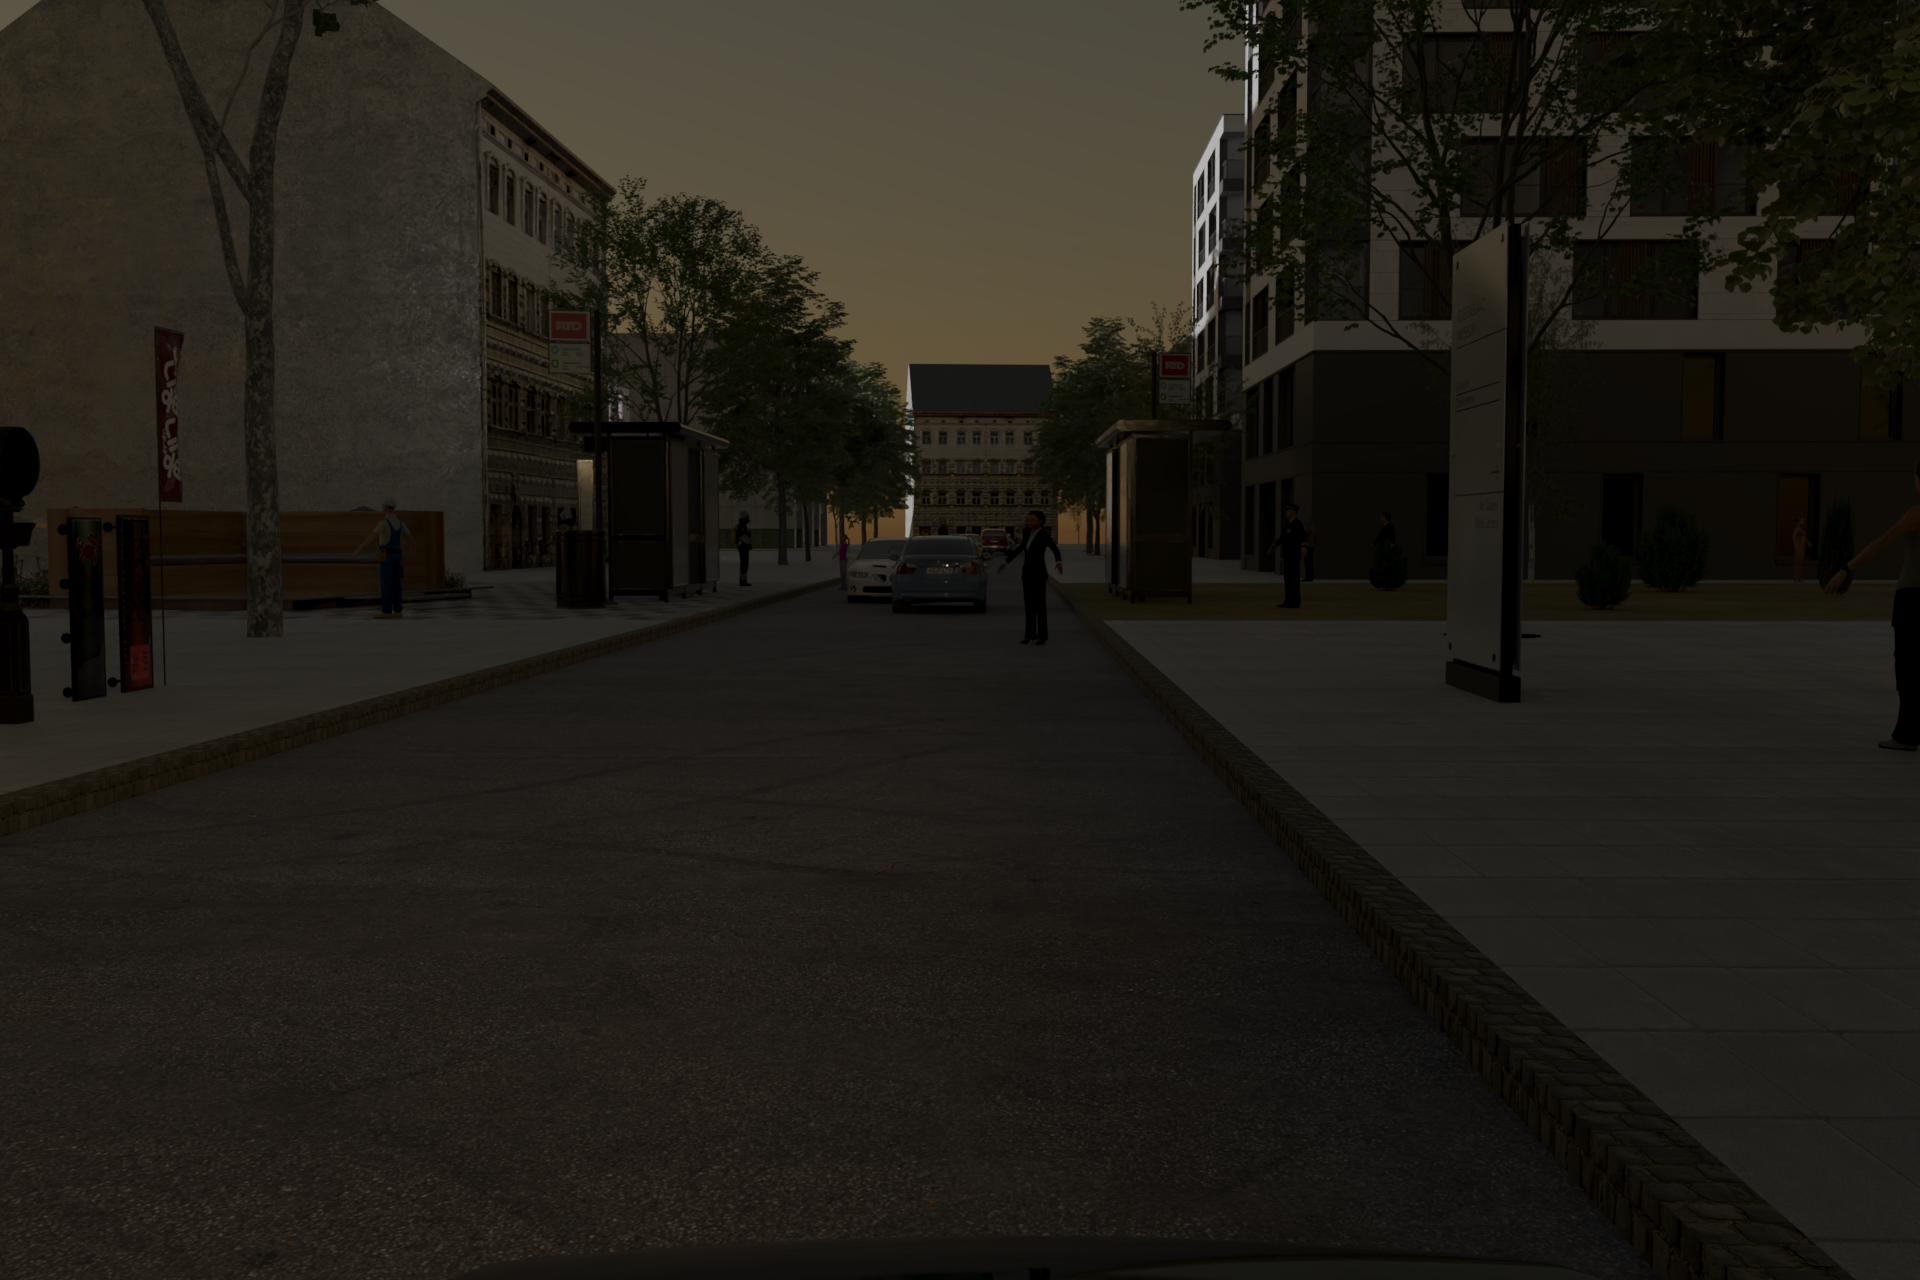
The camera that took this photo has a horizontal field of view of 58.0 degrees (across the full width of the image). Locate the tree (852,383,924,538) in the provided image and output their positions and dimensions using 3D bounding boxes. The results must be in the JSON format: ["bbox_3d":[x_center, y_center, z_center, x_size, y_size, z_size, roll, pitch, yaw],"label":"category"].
[{"bbox_3d":[-6.359,-12.956,129.956,7.486,12.596,7.792,0,3,0],"label":"tree"}]

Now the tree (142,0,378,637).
[{"bbox_3d":[-9.893,-10.159,21.981,12.611,20.169,13.585,0,3,0],"label":"tree"}]

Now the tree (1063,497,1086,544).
[{"bbox_3d":[15.304,-16.456,219.409,4.360,8.622,3.978,0,3,0],"label":"tree"}]

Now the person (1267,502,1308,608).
[{"bbox_3d":[5.757,-1.483,30.184,0.705,1.837,1.347,-1,4,-17],"label":"person"}]

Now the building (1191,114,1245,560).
[{"bbox_3d":[27.173,-15.686,100.441,27.936,21.610,32.646,0,4,2],"label":"building"}]

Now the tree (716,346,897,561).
[{"bbox_3d":[-7.164,-8.998,81.523,8.767,10.594,7.601,-1,4,-9],"label":"tree"}]

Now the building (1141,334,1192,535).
[{"bbox_3d":[26.820,-20.449,165.263,19.493,23.208,18.063,0,4,2],"label":"building"}]

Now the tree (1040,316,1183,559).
[{"bbox_3d":[7.874,-10.562,90.809,7.486,12.596,7.792,0,3,0],"label":"tree"}]

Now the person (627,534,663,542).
[{"bbox_3d":[-7.450,-2.115,41.044,1.216,1.772,0.721,-3,5,-43],"label":"person"}]

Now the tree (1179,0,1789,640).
[{"bbox_3d":[6.592,-5.850,21.406,9.928,11.665,9.643,0,3,0],"label":"tree"}]

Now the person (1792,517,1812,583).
[{"bbox_3d":[22.290,-2.388,45.840,0.721,1.733,1.217,3,5,42],"label":"person"}]

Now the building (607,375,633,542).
[{"bbox_3d":[-22.165,-9.253,93.428,9.099,9.664,28.070,0,4,1],"label":"building"}]

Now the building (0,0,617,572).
[{"bbox_3d":[-25.133,-14.486,67.777,19.493,23.208,18.063,0,4,2],"label":"building"}]

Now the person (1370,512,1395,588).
[{"bbox_3d":[10.202,-2.167,41.616,0.705,1.806,1.347,0,4,-8],"label":"person"}]

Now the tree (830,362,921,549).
[{"bbox_3d":[-6.247,-12.035,114.906,7.486,12.596,7.792,0,3,0],"label":"tree"}]

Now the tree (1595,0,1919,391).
[{"bbox_3d":[6.209,-5.460,7.396,7.486,12.596,7.792,0,3,0],"label":"tree"}]

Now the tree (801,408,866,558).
[{"bbox_3d":[-6.762,-8.734,93.169,4.737,8.622,4.395,0,3,0],"label":"tree"}]

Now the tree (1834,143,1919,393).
[{"bbox_3d":[15.635,-4.700,27.205,4.737,8.622,4.395,0,3,0],"label":"tree"}]

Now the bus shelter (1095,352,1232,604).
[{"bbox_3d":[3.993,-3.564,35.902,2.179,5.291,8.768,0,4,1],"label":"bus shelter"}]

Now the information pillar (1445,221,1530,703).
[{"bbox_3d":[4.207,-1.380,13.877,0.184,3.620,1.656,0,4,2],"label":"information pillar"}]

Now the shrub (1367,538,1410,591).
[{"bbox_3d":[9.685,-1.714,39.146,1.383,1.207,1.383,0,3,0],"label":"shrub"}]

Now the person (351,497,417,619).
[{"bbox_3d":[-8.695,-1.254,26.354,0.705,1.847,1.347,2,4,24],"label":"person"}]

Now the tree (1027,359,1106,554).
[{"bbox_3d":[7.983,-11.893,112.572,7.486,12.596,7.792,0,3,0],"label":"tree"}]

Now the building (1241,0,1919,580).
[{"bbox_3d":[24.121,-13.457,63.989,27.936,21.610,32.646,0,4,1],"label":"building"}]

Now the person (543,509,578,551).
[{"bbox_3d":[-9.224,-2.128,40.566,0.705,1.858,1.354,2,4,29],"label":"person"}]

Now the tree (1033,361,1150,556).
[{"bbox_3d":[8.143,-10.847,103.098,9.928,11.665,9.643,0,3,0],"label":"tree"}]

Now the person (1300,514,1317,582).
[{"bbox_3d":[9.322,-2.468,46.472,0.705,1.813,1.348,2,4,32],"label":"person"}]

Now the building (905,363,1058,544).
[{"bbox_3d":[2.454,-23.800,222.507,18.063,23.208,19.493,0,4,-4],"label":"building"}]

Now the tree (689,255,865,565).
[{"bbox_3d":[-7.495,-9.329,70.663,7.486,12.596,7.792,0,3,0],"label":"tree"}]

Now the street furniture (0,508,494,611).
[{"bbox_3d":[-13.610,-1.634,33.564,11.010,1.723,9.812,1,4,13],"label":"street furniture"}]

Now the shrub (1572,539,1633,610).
[{"bbox_3d":[10.927,-1.121,29.446,1.383,1.207,1.383,0,3,0],"label":"shrub"}]

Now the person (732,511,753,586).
[{"bbox_3d":[-5.277,-2.248,42.534,0.705,1.856,1.354,-1,4,-12],"label":"person"}]

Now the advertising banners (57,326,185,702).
[{"bbox_3d":[-6.757,-1.096,14.104,0.090,3.025,2.074,0,4,1],"label":"advertising banners"}]

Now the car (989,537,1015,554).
[{"bbox_3d":[2.953,-6.881,124.502,2.014,1.417,4.499,0,4,0],"label":"car"}]

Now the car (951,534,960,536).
[{"bbox_3d":[0.046,-6.489,117.894,2.131,1.459,4.920,0,4,2],"label":"car"}]

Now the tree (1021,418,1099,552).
[{"bbox_3d":[9.613,-13.115,124.794,12.009,13.543,11.850,0,3,0],"label":"tree"}]

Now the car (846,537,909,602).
[{"bbox_3d":[-1.406,-1.560,37.860,2.083,1.381,4.827,0,4,2],"label":"car"}]

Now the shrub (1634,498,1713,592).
[{"bbox_3d":[15.751,-2.097,38.320,1.661,2.075,1.752,0,3,0],"label":"shrub"}]

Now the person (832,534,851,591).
[{"bbox_3d":[-3.000,-1.964,43.841,0.599,1.433,0.991,-2,4,-28],"label":"person"}]

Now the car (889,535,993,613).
[{"bbox_3d":[-0.368,-1.272,32.794,2.014,1.417,4.499,0,4,0],"label":"car"}]

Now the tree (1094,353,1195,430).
[{"bbox_3d":[7.692,-7.397,71.306,4.737,8.622,4.395,0,3,0],"label":"tree"}]

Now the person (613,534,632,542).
[{"bbox_3d":[-11.477,-3.278,59.814,1.346,1.802,0.704,1,4,13],"label":"person"}]

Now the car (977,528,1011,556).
[{"bbox_3d":[2.251,-6.512,115.140,2.281,1.827,5.304,0,4,1],"label":"car"}]

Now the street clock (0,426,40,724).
[{"bbox_3d":[-6.433,-0.437,11.709,0.358,2.002,0.471,0,4,1],"label":"street clock"}]

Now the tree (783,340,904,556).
[{"bbox_3d":[-7.125,-11.260,102.223,7.486,12.596,7.792,0,3,0],"label":"tree"}]

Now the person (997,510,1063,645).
[{"bbox_3d":[0.920,-0.812,22.453,0.721,1.740,1.216,-3,5,-39],"label":"person"}]

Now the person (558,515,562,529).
[{"bbox_3d":[-10.579,-2.468,46.493,0.704,1.843,1.345,0,4,6],"label":"person"}]

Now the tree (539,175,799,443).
[{"bbox_3d":[-8.241,-7.624,50.400,9.928,11.665,9.643,0,3,0],"label":"tree"}]

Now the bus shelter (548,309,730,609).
[{"bbox_3d":[-6.230,-3.431,33.734,2.179,5.291,8.768,0,4,1],"label":"bus shelter"}]

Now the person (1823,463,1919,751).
[{"bbox_3d":[5.719,-0.217,10.356,1.217,1.737,0.721,-1,4,-14],"label":"person"}]

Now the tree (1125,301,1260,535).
[{"bbox_3d":[6.988,-6.373,54.557,4.737,8.622,4.395,0,3,0],"label":"tree"}]

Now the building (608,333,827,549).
[{"bbox_3d":[-22.731,-18.448,168.086,16.747,18.905,31.486,0,4,1],"label":"building"}]

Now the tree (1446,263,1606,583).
[{"bbox_3d":[15.066,-5.797,45.144,4.360,8.622,3.978,0,3,0],"label":"tree"}]

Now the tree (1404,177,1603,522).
[{"bbox_3d":[11.569,-5.234,35.936,4.360,8.622,3.978,0,3,0],"label":"tree"}]

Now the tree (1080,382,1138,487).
[{"bbox_3d":[7.699,-8.170,83.941,4.360,8.622,3.978,0,3,0],"label":"tree"}]

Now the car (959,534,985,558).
[{"bbox_3d":[0.520,-5.733,103.965,2.015,1.641,3.980,0,4,1],"label":"car"}]
